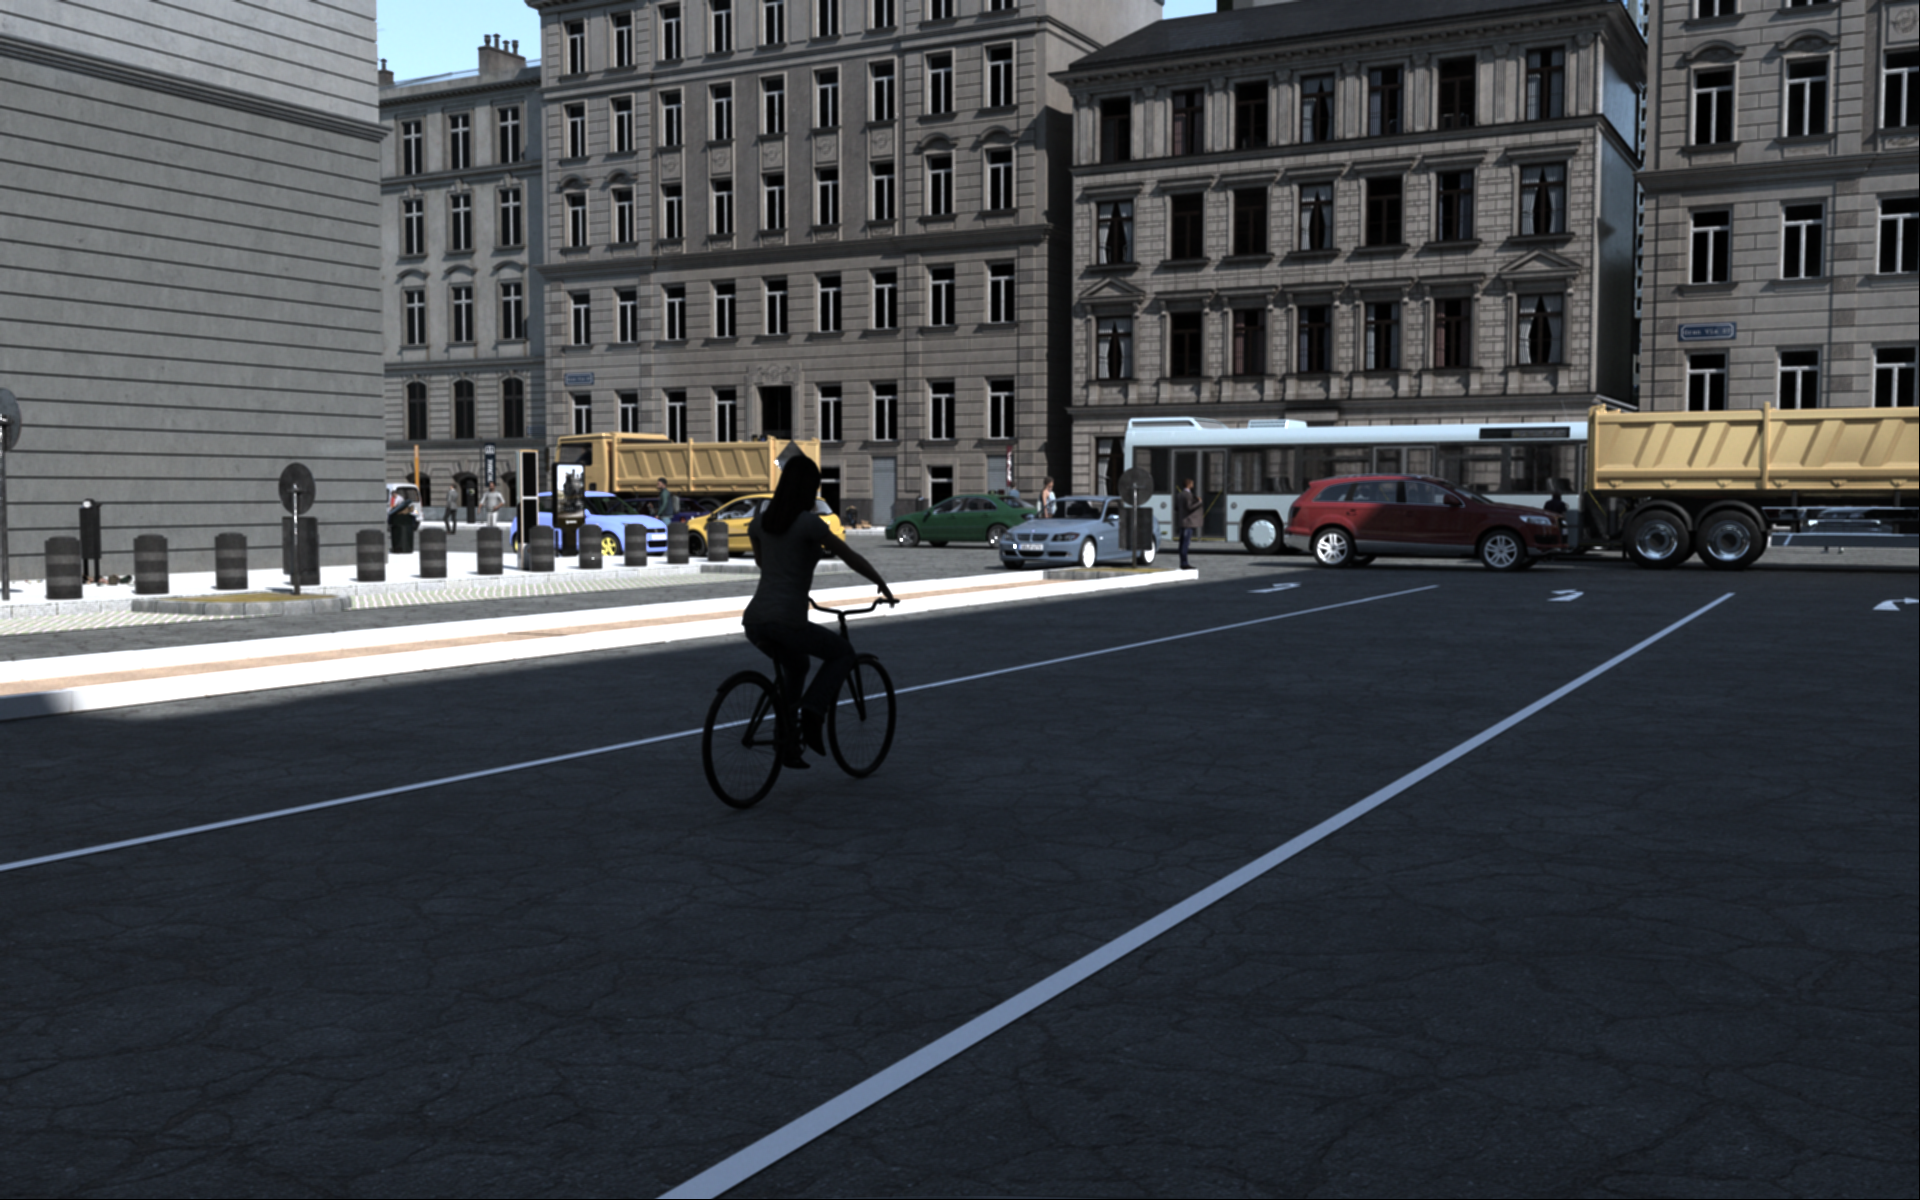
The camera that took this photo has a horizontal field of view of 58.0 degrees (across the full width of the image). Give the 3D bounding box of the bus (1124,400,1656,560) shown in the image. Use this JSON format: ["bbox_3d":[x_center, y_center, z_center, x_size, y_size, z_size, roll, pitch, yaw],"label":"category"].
[{"bbox_3d":[10.360,-2.740,39.652,13.247,3.499,2.948,2,4,28],"label":"bus"}]

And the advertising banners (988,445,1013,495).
[{"bbox_3d":[1.448,-3.987,61.376,0.090,3.025,2.074,2,4,26],"label":"advertising banners"}]

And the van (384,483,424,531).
[{"bbox_3d":[-22.793,-3.684,67.237,4.112,2.044,2.013,2,4,30],"label":"van"}]

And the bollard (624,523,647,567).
[{"bbox_3d":[-5.762,-0.981,30.757,0.404,0.777,0.398,0,3,0],"label":"bollard"}]

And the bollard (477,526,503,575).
[{"bbox_3d":[-7.490,-0.787,27.588,0.404,0.777,0.398,0,3,0],"label":"bollard"}]

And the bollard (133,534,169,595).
[{"bbox_3d":[-10.393,-0.461,22.258,0.404,0.777,0.398,0,3,0],"label":"bollard"}]

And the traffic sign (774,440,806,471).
[{"bbox_3d":[-3.119,-1.738,32.059,0.795,2.450,0.064,2,4,28],"label":"traffic sign"}]

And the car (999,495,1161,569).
[{"bbox_3d":[2.432,-1.350,34.081,2.014,1.417,4.499,2,4,30],"label":"car"}]

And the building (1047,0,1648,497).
[{"bbox_3d":[14.108,-12.084,62.209,19.286,19.102,10.561,2,4,28],"label":"building"}]

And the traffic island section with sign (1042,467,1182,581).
[{"bbox_3d":[2.718,-1.290,29.225,2.006,1.907,1.989,2,4,28],"label":"traffic island section with sign"}]

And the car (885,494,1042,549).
[{"bbox_3d":[0.267,-2.107,46.249,4.920,1.459,2.131,2,4,30],"label":"car"}]

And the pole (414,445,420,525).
[{"bbox_3d":[-22.564,-4.781,72.017,0.158,3.312,0.155,0,3,0],"label":"pole"}]

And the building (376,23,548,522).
[{"bbox_3d":[-30.698,-16.519,89.166,34.723,24.649,14.460,2,4,28],"label":"building"}]

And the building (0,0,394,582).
[{"bbox_3d":[-26.027,-15.644,33.264,29.804,29.767,11.434,2,4,28],"label":"building"}]

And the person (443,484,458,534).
[{"bbox_3d":[-18.141,-3.241,61.676,0.473,1.802,0.592,2,4,35],"label":"person"}]

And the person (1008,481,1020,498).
[{"bbox_3d":[1.609,-2.616,51.293,0.581,1.822,0.654,-2,4,-32],"label":"person"}]

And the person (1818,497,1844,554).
[{"bbox_3d":[21.011,-1.996,41.718,0.593,1.750,0.643,0,4,5],"label":"person"}]

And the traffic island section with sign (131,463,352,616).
[{"bbox_3d":[-8.663,-0.773,21.259,1.989,1.847,2.006,2,4,28],"label":"traffic island section with sign"}]

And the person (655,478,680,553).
[{"bbox_3d":[-7.119,-2.023,41.569,0.713,1.824,0.794,1,4,13],"label":"person"}]

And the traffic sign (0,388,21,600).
[{"bbox_3d":[-11.523,-1.268,20.842,0.768,2.556,0.104,2,4,33],"label":"traffic sign"}]

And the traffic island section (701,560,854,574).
[{"bbox_3d":[-3.143,-0.603,32.133,2.009,0.180,2.903,2,4,28],"label":"traffic island section"}]

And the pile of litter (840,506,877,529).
[{"bbox_3d":[-3.782,-3.039,63.657,1.719,0.858,1.176,-2,4,-29],"label":"pile of litter"}]

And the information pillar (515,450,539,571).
[{"bbox_3d":[-7.263,-1.504,29.090,0.304,2.012,0.304,-2,4,-29],"label":"information pillar"}]

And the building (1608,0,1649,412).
[{"bbox_3d":[72.454,-55.319,217.132,31.000,86.520,22.319,2,4,28],"label":"building"}]

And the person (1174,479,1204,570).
[{"bbox_3d":[4.335,-1.431,32.711,0.431,1.722,0.655,-1,4,-14],"label":"person"}]

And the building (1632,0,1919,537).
[{"bbox_3d":[34.368,-15.603,52.372,25.104,27.353,12.463,2,4,28],"label":"building"}]

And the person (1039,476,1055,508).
[{"bbox_3d":[1.853,-1.766,37.464,0.778,1.811,0.616,1,4,15],"label":"person"}]

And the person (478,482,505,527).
[{"bbox_3d":[-13.973,-2.623,51.528,0.875,1.805,0.789,0,4,-2],"label":"person"}]

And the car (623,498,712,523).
[{"bbox_3d":[-8.341,-2.013,45.499,3.894,1.354,1.945,2,4,28],"label":"car"}]

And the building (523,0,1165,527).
[{"bbox_3d":[-4.793,-16.934,74.133,25.104,27.353,12.463,2,4,28],"label":"building"}]

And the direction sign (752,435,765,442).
[{"bbox_3d":[-7.701,-4.548,66.357,0.379,3.537,0.876,2,4,27],"label":"direction sign"}]

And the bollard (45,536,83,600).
[{"bbox_3d":[-10.971,-0.396,21.199,0.404,0.777,0.398,0,3,0],"label":"bollard"}]

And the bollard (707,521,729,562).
[{"bbox_3d":[-4.599,-1.112,32.895,0.404,0.777,0.398,0,3,0],"label":"bollard"}]

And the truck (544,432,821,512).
[{"bbox_3d":[-9.051,-3.567,54.247,9.791,3.379,3.469,2,4,30],"label":"truck"}]

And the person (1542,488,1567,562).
[{"bbox_3d":[12.409,-1.567,36.327,0.471,1.553,0.569,0,4,-5],"label":"person"}]

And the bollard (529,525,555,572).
[{"bbox_3d":[-6.913,-0.852,28.646,0.404,0.777,0.398,0,3,0],"label":"bollard"}]

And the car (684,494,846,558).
[{"bbox_3d":[-4.542,-1.757,38.947,3.980,1.641,2.015,2,4,30],"label":"car"}]

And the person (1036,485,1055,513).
[{"bbox_3d":[2.001,-1.944,40.776,0.515,1.767,0.782,3,4,38],"label":"person"}]

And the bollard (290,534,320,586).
[{"bbox_3d":[-9.228,-0.592,24.390,0.404,0.777,0.398,0,3,0],"label":"bollard"}]

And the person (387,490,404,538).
[{"bbox_3d":[-18.325,-2.793,56.381,0.590,1.554,0.614,0,4,5],"label":"person"}]

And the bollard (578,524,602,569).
[{"bbox_3d":[-6.338,-0.916,29.702,0.404,0.777,0.398,0,3,0],"label":"bollard"}]

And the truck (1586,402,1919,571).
[{"bbox_3d":[16.913,-2.210,32.066,9.791,3.379,3.469,2,4,27],"label":"truck"}]

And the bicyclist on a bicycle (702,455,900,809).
[{"bbox_3d":[-0.737,0.106,8.290,1.499,1.676,1.625,2,4,29],"label":"bicyclist on a bicycle"}]

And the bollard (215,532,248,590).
[{"bbox_3d":[-9.811,-0.526,23.322,0.404,0.777,0.398,0,3,0],"label":"bollard"}]

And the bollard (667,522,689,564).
[{"bbox_3d":[-5.184,-1.046,31.821,0.404,0.777,0.398,0,3,0],"label":"bollard"}]

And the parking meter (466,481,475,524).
[{"bbox_3d":[-21.215,-4.245,75.117,0.255,1.863,0.399,-2,4,-35],"label":"parking meter"}]

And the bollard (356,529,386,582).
[{"bbox_3d":[-8.658,-0.656,25.448,0.404,0.777,0.398,0,3,0],"label":"bollard"}]

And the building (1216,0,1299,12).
[{"bbox_3d":[33.682,-36.106,132.329,21.231,58.520,28.212,2,4,28],"label":"building"}]

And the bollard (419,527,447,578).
[{"bbox_3d":[-8.070,-0.722,26.524,0.404,0.777,0.398,0,3,0],"label":"bollard"}]
